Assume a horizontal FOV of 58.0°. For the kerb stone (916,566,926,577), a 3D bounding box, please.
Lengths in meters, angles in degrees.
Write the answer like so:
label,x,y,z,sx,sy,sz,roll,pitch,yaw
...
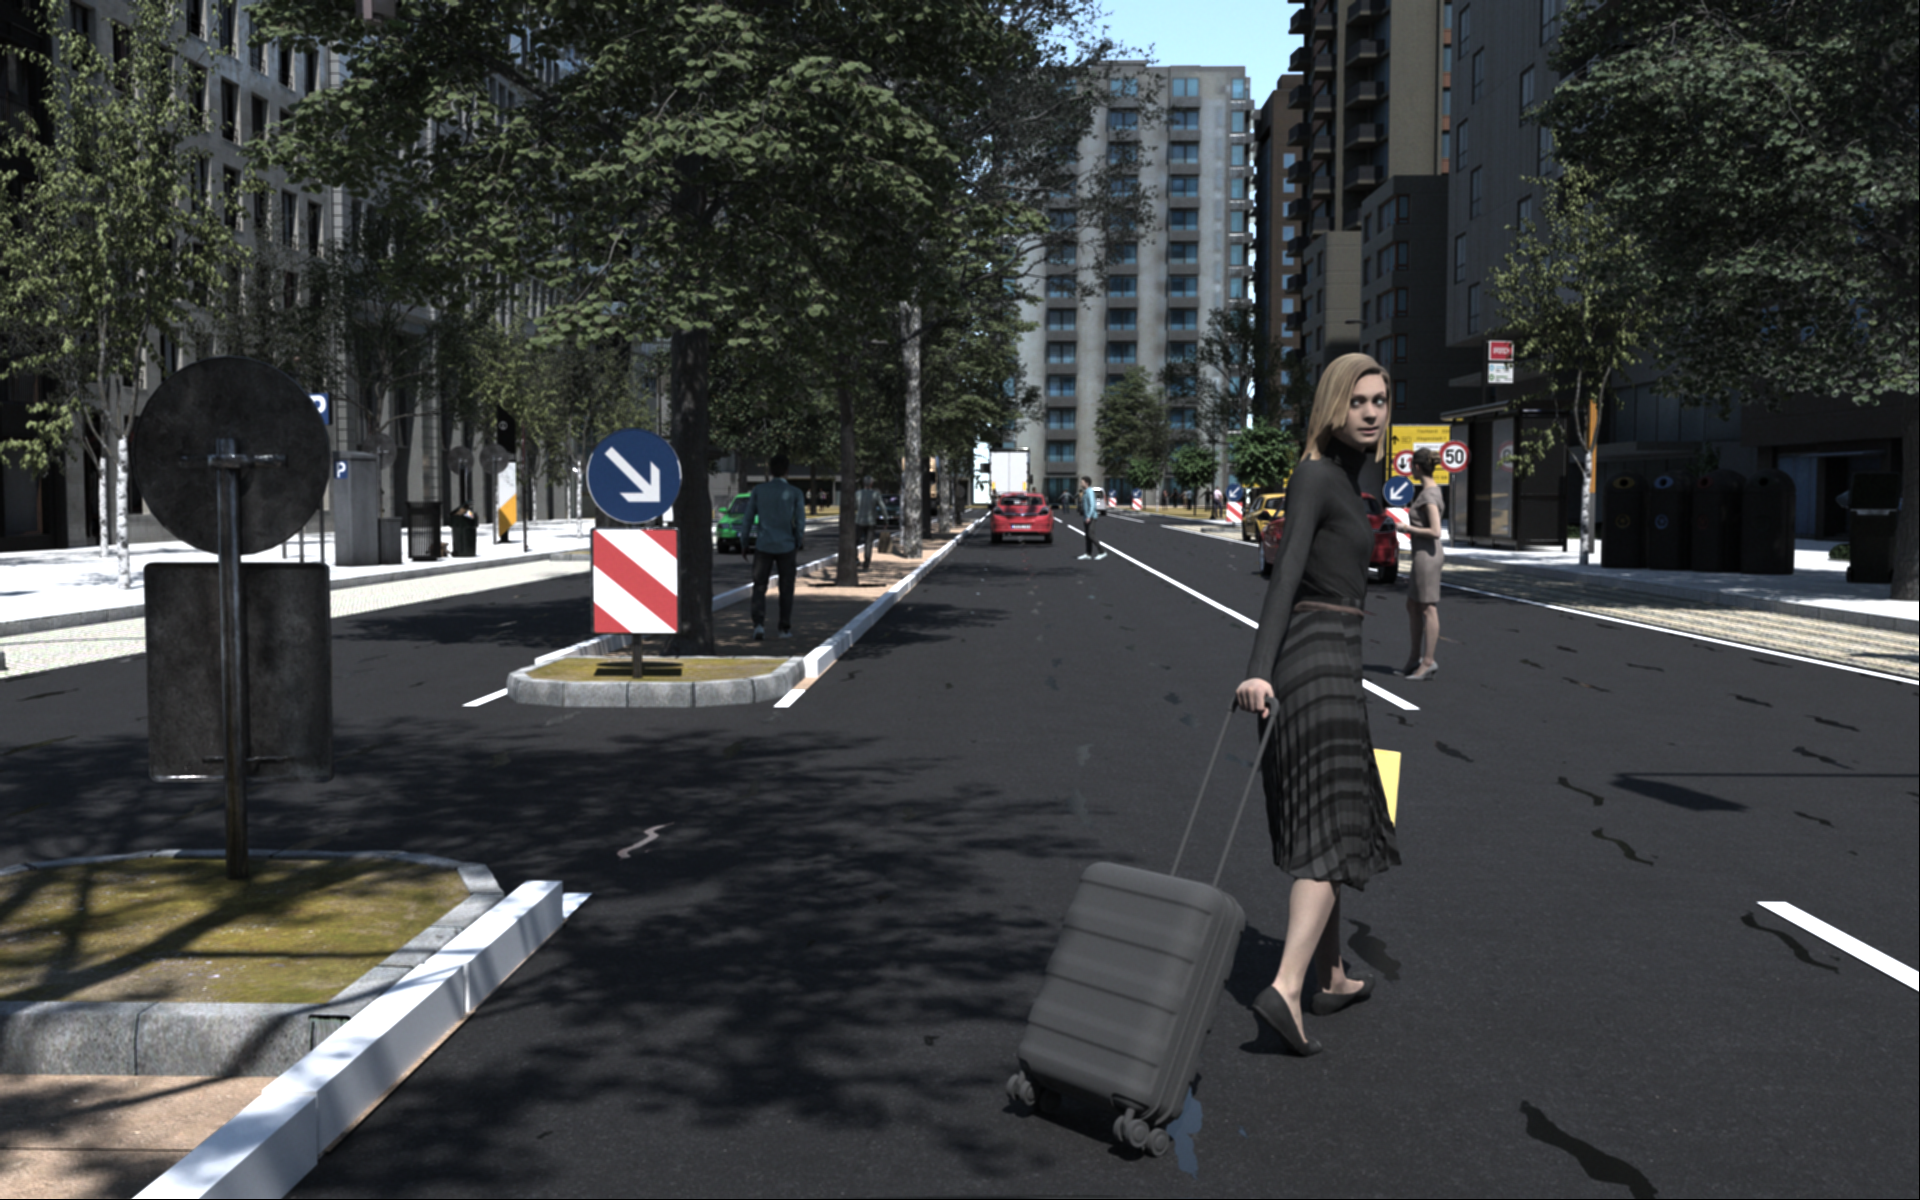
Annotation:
label,x,y,z,sx,sy,sz,roll,pitch,yaw
kerb stone,-0.703,-0.435,29.319,0.120,0.150,1.000,0,4,2

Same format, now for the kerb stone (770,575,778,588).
label,x,y,z,sx,sy,sz,roll,pitch,yaw
kerb stone,-2.900,-0.248,26.308,0.120,0.150,1.000,0,4,2

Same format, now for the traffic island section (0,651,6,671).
label,x,y,z,sx,sy,sz,roll,pitch,yaw
traffic island section,-8.736,0.560,13.120,2.009,0.180,2.903,0,4,2

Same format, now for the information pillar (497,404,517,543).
label,x,y,z,sx,sy,sz,roll,pitch,yaw
information pillar,-11.816,-3.287,45.104,0.504,3.616,0.183,-3,4,-38

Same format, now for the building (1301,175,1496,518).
label,x,y,z,sx,sy,sz,roll,pitch,yaw
building,37.707,-16.097,108.229,27.650,21.520,28.899,0,4,2

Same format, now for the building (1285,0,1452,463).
label,x,y,z,sx,sy,sz,roll,pitch,yaw
building,37.668,-29.464,136.362,22.147,44.769,28.867,0,4,2

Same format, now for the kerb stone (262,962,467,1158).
label,x,y,z,sx,sy,sz,roll,pitch,yaw
kerb stone,-1.427,1.099,4.225,0.120,0.150,1.000,0,4,2

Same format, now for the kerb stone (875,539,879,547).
label,x,y,z,sx,sy,sz,roll,pitch,yaw
kerb stone,-2.284,-1.567,47.821,0.120,0.150,1.000,0,4,2

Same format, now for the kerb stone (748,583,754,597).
label,x,y,z,sx,sy,sz,roll,pitch,yaw
kerb stone,-2.949,-0.126,24.260,0.120,0.150,1.000,0,4,2

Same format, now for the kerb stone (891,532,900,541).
label,x,y,z,sx,sy,sz,roll,pitch,yaw
kerb stone,-2.080,-2.003,54.986,0.120,0.150,1.000,0,4,2

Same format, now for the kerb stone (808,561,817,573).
label,x,y,z,sx,sy,sz,roll,pitch,yaw
kerb stone,-2.748,-0.561,31.430,0.120,0.150,1.000,0,4,2

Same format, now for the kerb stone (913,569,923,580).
label,x,y,z,sx,sy,sz,roll,pitch,yaw
kerb stone,-0.738,-0.373,28.288,0.120,0.150,1.000,0,4,2

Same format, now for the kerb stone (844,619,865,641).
label,x,y,z,sx,sy,sz,roll,pitch,yaw
kerb stone,-1.058,0.321,17.009,0.120,0.150,1.000,0,4,2

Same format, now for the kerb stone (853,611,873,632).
label,x,y,z,sx,sy,sz,roll,pitch,yaw
kerb stone,-1.034,0.255,18.031,0.120,0.150,1.000,0,4,2

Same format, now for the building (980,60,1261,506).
label,x,y,z,sx,sy,sz,roll,pitch,yaw
building,17.524,-35.131,194.003,30.456,49.044,23.786,0,4,2

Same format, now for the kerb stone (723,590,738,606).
label,x,y,z,sx,sy,sz,roll,pitch,yaw
kerb stone,-3.015,0.003,22.199,0.120,0.150,1.000,0,4,2

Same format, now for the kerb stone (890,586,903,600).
label,x,y,z,sx,sy,sz,roll,pitch,yaw
kerb stone,-0.884,-0.054,23.156,0.120,0.150,1.000,0,4,2

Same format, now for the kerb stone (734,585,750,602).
label,x,y,z,sx,sy,sz,roll,pitch,yaw
kerb stone,-2.985,-0.063,23.227,0.120,0.150,1.000,0,4,2

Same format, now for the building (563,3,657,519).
label,x,y,z,sx,sy,sz,roll,pitch,yaw
building,-30.583,-48.305,102.464,22.319,86.520,31.000,0,4,2

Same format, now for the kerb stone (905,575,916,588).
label,x,y,z,sx,sy,sz,roll,pitch,yaw
kerb stone,-0.793,-0.246,26.236,0.120,0.150,1.000,0,4,2

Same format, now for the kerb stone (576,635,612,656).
label,x,y,z,sx,sy,sz,roll,pitch,yaw
kerb stone,-3.218,0.441,15.031,0.120,0.150,1.000,0,4,2

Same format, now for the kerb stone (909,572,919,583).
label,x,y,z,sx,sy,sz,roll,pitch,yaw
kerb stone,-0.768,-0.303,27.263,0.120,0.150,1.000,0,4,2

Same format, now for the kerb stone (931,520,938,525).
label,x,y,z,sx,sy,sz,roll,pitch,yaw
kerb stone,-1.216,-3.824,84.711,0.120,0.150,1.000,0,4,2

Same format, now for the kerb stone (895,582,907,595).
label,x,y,z,sx,sy,sz,roll,pitch,yaw
kerb stone,-0.860,-0.120,24.183,0.120,0.150,1.000,0,4,2

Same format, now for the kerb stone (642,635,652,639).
label,x,y,z,sx,sy,sz,roll,pitch,yaw
kerb stone,-3.167,0.316,17.085,0.120,0.150,1.000,0,4,2

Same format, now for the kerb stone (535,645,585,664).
label,x,y,z,sx,sy,sz,roll,pitch,yaw
kerb stone,-3.240,0.504,14.004,0.120,0.150,1.000,0,4,2

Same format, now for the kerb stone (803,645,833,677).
label,x,y,z,sx,sy,sz,roll,pitch,yaw
kerb stone,-1.152,0.505,13.943,0.120,0.150,1.000,0,4,2

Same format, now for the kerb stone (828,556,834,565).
label,x,y,z,sx,sy,sz,roll,pitch,yaw
kerb stone,-2.663,-0.747,34.497,0.120,0.150,1.000,0,4,2

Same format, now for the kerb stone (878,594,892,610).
label,x,y,z,sx,sy,sz,roll,pitch,yaw
kerb stone,-0.949,0.066,21.112,0.120,0.150,1.000,0,4,2

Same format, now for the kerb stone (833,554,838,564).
label,x,y,z,sx,sy,sz,roll,pitch,yaw
kerb stone,-2.631,-0.815,35.518,0.120,0.150,1.000,0,4,2

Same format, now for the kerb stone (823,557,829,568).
label,x,y,z,sx,sy,sz,roll,pitch,yaw
kerb stone,-2.692,-0.689,33.475,0.120,0.150,1.000,0,4,2

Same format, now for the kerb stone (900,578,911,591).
label,x,y,z,sx,sy,sz,roll,pitch,yaw
kerb stone,-0.832,-0.182,25.205,0.120,0.150,1.000,0,4,2

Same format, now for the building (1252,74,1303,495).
label,x,y,z,sx,sy,sz,roll,pitch,yaw
building,39.917,-32.912,188.229,14.200,45.320,14.600,0,4,2

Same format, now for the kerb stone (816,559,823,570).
label,x,y,z,sx,sy,sz,roll,pitch,yaw
kerb stone,-2.726,-0.627,32.452,0.120,0.150,1.000,0,4,2

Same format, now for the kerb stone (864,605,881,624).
label,x,y,z,sx,sy,sz,roll,pitch,yaw
kerb stone,-0.999,0.192,19.062,0.120,0.150,1.000,0,4,2

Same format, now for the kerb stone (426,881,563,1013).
label,x,y,z,sx,sy,sz,roll,pitch,yaw
kerb stone,-1.392,1.037,5.248,0.120,0.150,1.000,0,4,2

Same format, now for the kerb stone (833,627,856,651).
label,x,y,z,sx,sy,sz,roll,pitch,yaw
kerb stone,-1.089,0.384,15.987,0.120,0.150,1.000,0,4,2

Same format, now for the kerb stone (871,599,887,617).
label,x,y,z,sx,sy,sz,roll,pitch,yaw
kerb stone,-0.971,0.129,20.085,0.120,0.150,1.000,0,4,2

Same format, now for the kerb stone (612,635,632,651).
label,x,y,z,sx,sy,sz,roll,pitch,yaw
kerb stone,-3.190,0.376,16.053,0.120,0.150,1.000,0,4,2

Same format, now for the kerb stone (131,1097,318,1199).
label,x,y,z,sx,sy,sz,roll,pitch,yaw
kerb stone,-1.448,1.164,3.203,0.120,0.150,1.000,0,4,2

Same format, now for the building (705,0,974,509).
label,x,y,z,sx,sy,sz,roll,pitch,yaw
building,-12.431,-37.168,196.936,27.495,52.752,28.713,0,4,2

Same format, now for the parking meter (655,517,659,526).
label,x,y,z,sx,sy,sz,roll,pitch,yaw
parking meter,-12.062,-3.877,69.092,0.399,1.863,0.255,-2,4,-28

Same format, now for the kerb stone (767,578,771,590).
label,x,y,z,sx,sy,sz,roll,pitch,yaw
kerb stone,-2.919,-0.189,25.286,0.120,0.150,1.000,0,4,2

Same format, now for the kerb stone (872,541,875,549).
label,x,y,z,sx,sy,sz,roll,pitch,yaw
kerb stone,-2.357,-1.379,44.743,0.120,0.150,1.000,0,4,2

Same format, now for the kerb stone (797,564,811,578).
label,x,y,z,sx,sy,sz,roll,pitch,yaw
kerb stone,-2.778,-0.501,30.408,0.120,0.150,1.000,0,4,2

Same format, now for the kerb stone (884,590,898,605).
label,x,y,z,sx,sy,sz,roll,pitch,yaw
kerb stone,-0.922,0.004,22.134,0.120,0.150,1.000,0,4,2

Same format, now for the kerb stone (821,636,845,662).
label,x,y,z,sx,sy,sz,roll,pitch,yaw
kerb stone,-1.126,0.448,14.965,0.120,0.150,1.000,0,4,2

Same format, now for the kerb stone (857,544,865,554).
label,x,y,z,sx,sy,sz,roll,pitch,yaw
kerb stone,-2.427,-1.254,42.698,0.120,0.150,1.000,0,4,2

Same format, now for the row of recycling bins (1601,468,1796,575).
label,x,y,z,sx,sy,sz,roll,pitch,yaw
row of recycling bins,12.319,-1.340,29.019,1.069,1.692,3.534,-2,4,-31

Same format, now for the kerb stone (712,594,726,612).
label,x,y,z,sx,sy,sz,roll,pitch,yaw
kerb stone,-3.039,0.067,21.175,0.120,0.150,1.000,0,4,2
